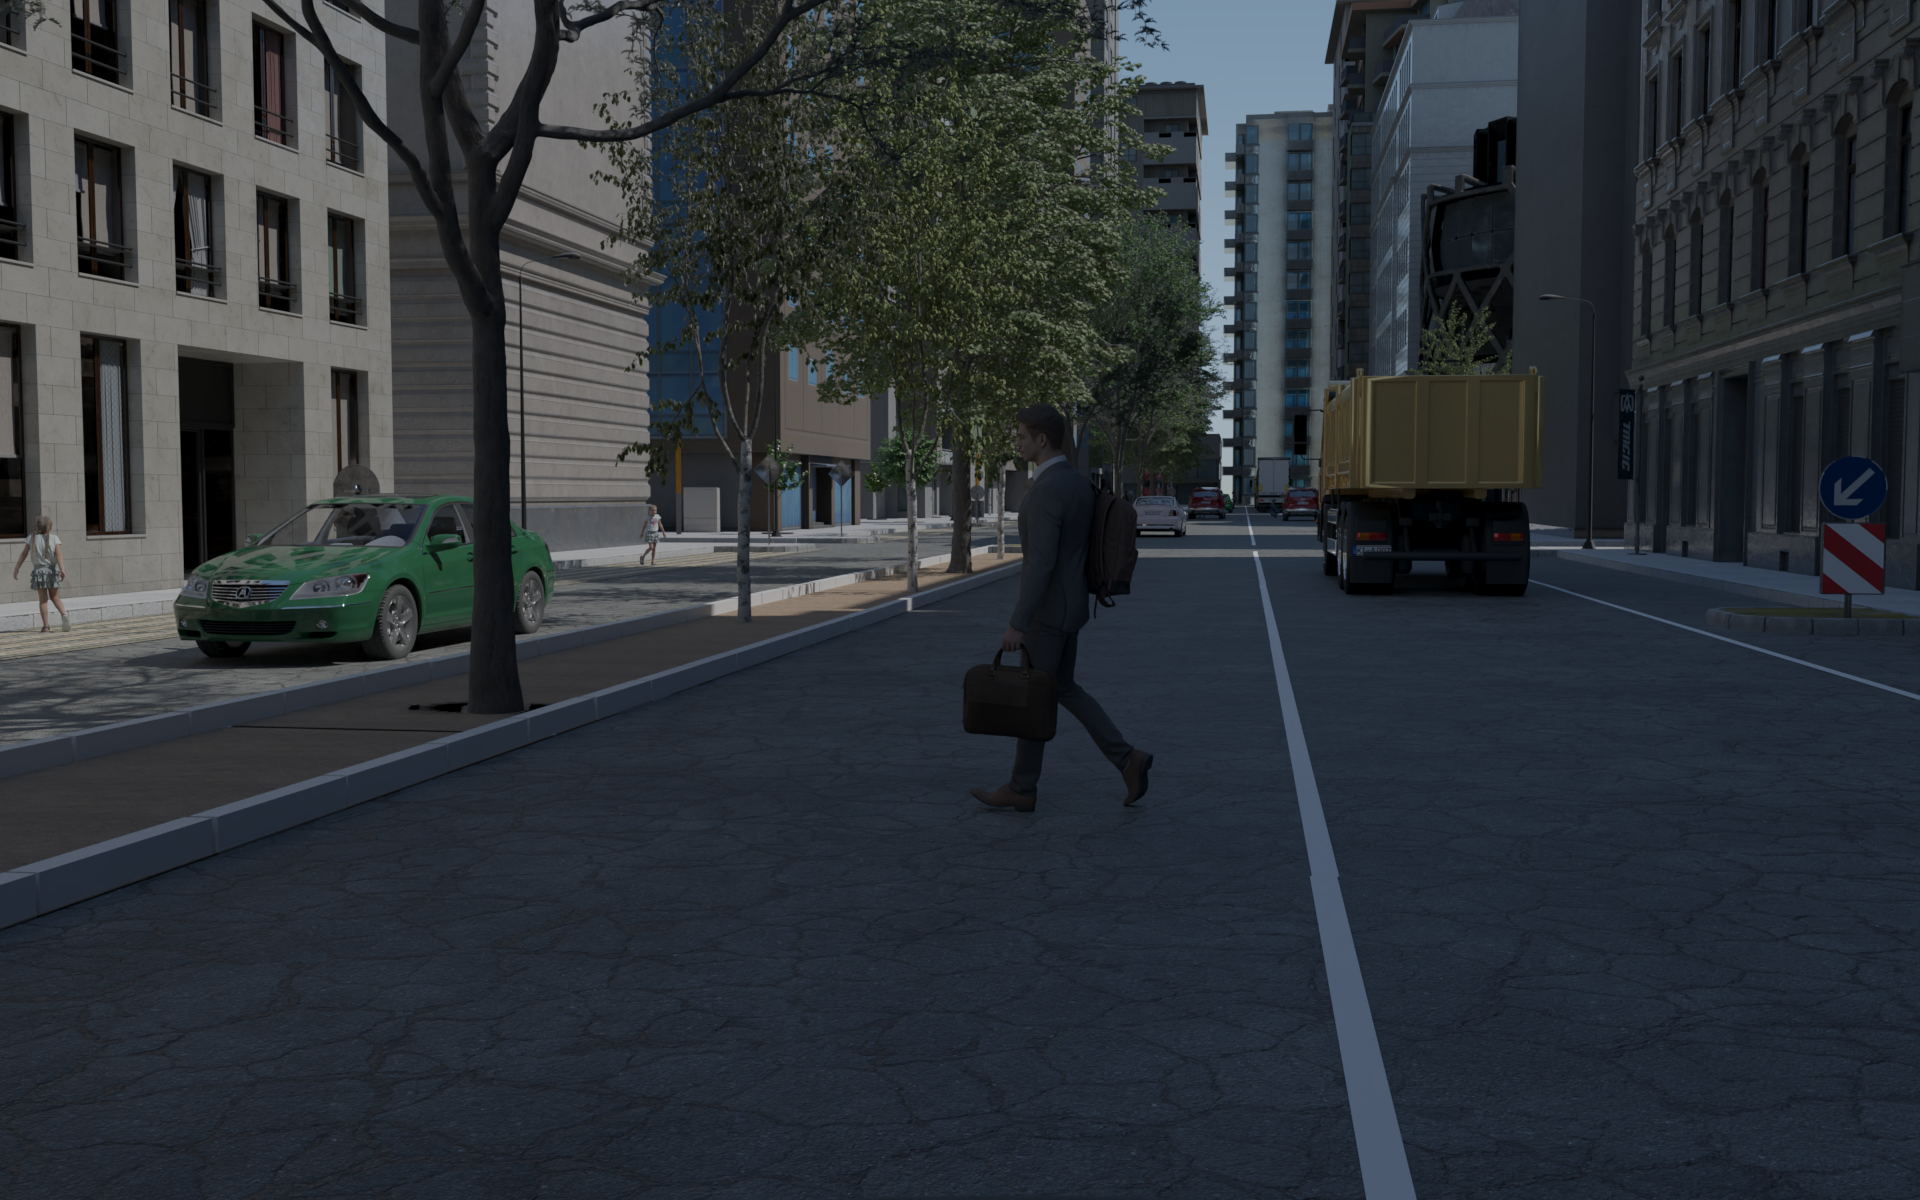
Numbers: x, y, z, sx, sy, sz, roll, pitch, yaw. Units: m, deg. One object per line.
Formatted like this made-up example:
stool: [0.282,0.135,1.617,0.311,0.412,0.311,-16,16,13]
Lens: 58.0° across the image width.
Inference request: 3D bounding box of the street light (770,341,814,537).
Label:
street light: [-4.971,-4.837,51.619,1.470,5.913,1.316,1,4,9]

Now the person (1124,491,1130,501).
person: [16.855,-10.129,174.833,0.721,1.735,1.217,-1,4,-18]

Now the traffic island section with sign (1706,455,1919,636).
traffic island section with sign: [9.185,-0.608,18.572,1.989,1.847,2.006,1,4,9]

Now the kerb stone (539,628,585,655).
kerb stone: [-3.690,0.392,15.798,0.120,0.150,1.000,1,4,9]

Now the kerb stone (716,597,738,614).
kerb stone: [-2.864,0.090,20.859,0.120,0.150,1.000,1,4,9]

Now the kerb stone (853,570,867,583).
kerb stone: [-1.712,-0.352,27.954,0.120,0.150,1.000,1,4,9]

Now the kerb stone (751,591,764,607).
kerb stone: [-2.699,0.022,21.867,0.120,0.150,1.000,1,4,9]

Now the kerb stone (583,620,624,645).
kerb stone: [-3.522,0.330,16.806,0.120,0.150,1.000,1,4,9]

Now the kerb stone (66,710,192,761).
kerb stone: [-4.685,0.768,9.728,0.120,0.150,1.000,1,4,9]

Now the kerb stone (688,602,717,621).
kerb stone: [-3.024,0.150,19.849,0.120,0.150,1.000,1,4,9]

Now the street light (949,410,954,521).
street light: [0.207,-6.762,83.100,1.470,5.913,1.316,1,4,9]

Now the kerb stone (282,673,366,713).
kerb stone: [-4.358,0.639,11.752,0.120,0.150,1.000,1,4,9]

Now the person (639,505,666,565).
person: [-6.171,-1.302,34.799,0.505,1.210,0.382,-3,4,-39]

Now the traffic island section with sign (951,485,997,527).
traffic island section with sign: [0.741,-4.112,75.863,1.989,1.847,2.006,1,4,9]

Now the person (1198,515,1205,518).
person: [14.710,-5.902,105.205,0.606,1.804,0.583,-2,4,-29]

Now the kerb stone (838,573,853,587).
kerb stone: [-1.872,-0.290,26.931,0.120,0.150,1.000,1,4,9]

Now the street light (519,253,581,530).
street light: [-7.977,-3.732,33.567,1.470,5.913,1.316,1,4,9]

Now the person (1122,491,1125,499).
person: [14.789,-9.004,156.452,0.721,1.736,1.217,0,4,-5]

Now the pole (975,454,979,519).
pole: [0.875,-5.722,87.401,0.158,3.312,0.155,0,3,0]

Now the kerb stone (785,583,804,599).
kerb stone: [-2.366,-0.104,23.891,0.120,0.150,1.000,1,4,9]

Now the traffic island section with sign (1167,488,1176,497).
traffic island section with sign: [15.128,-7.109,124.375,2.006,1.907,1.989,1,4,9]

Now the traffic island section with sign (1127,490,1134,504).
traffic island section with sign: [17.795,-10.495,180.214,1.989,1.847,2.006,1,4,9]

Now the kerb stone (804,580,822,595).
kerb stone: [-2.200,-0.165,24.906,0.120,0.150,1.000,1,4,9]

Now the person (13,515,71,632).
person: [-9.440,-0.262,17.800,0.505,1.210,0.382,-2,4,-30]

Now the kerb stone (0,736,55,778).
kerb stone: [-4.852,0.829,8.706,0.120,0.150,1.000,1,4,9]

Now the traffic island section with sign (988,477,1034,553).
traffic island section with sign: [1.817,-2.127,42.906,2.006,1.907,1.989,1,4,9]

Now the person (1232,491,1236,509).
person: [26.370,-9.601,166.196,0.721,1.743,1.217,1,4,15]

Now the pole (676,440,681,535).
pole: [-8.924,-3.733,54.881,0.158,3.312,0.155,0,3,0]

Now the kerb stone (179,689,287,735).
kerb stone: [-4.520,0.701,10.739,0.120,0.150,1.000,1,4,9]

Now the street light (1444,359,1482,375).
street light: [17.323,-5.325,59.609,1.470,5.913,1.316,1,4,9]

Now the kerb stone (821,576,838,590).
kerb stone: [-2.035,-0.228,25.920,0.120,0.150,1.000,1,4,9]

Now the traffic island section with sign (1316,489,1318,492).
traffic island section with sign: [30.522,-8.597,149.181,1.989,1.847,2.006,1,4,9]

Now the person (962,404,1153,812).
person: [0.449,0.042,7.770,0.822,1.834,0.622,1,4,10]

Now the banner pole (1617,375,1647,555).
banner pole: [14.123,-2.839,36.441,0.863,3.779,0.401,-2,4,-27]

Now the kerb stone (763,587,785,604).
kerb stone: [-2.534,-0.042,22.883,0.120,0.150,1.000,1,4,9]

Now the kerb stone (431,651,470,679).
kerb stone: [-4.021,0.519,13.768,0.120,0.150,1.000,1,4,9]

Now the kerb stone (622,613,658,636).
kerb stone: [-3.356,0.270,17.821,0.120,0.150,1.000,1,4,9]

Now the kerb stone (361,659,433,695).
kerb stone: [-4.194,0.577,12.761,0.120,0.150,1.000,1,4,9]

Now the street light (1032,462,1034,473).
street light: [5.386,-8.708,114.909,1.470,5.913,1.316,1,4,9]

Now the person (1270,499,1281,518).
person: [19.238,-5.590,105.390,0.738,1.151,1.012,3,4,38]

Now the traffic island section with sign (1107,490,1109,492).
traffic island section with sign: [13.272,-8.800,152.511,1.989,1.847,2.006,1,4,9]

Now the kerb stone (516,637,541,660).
kerb stone: [-3.858,0.454,14.777,0.120,0.150,1.000,1,4,9]

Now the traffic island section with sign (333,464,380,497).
traffic island section with sign: [-8.020,-0.833,22.245,1.989,1.847,2.006,1,4,9]

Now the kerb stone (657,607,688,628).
kerb stone: [-3.197,0.206,18.832,0.120,0.150,1.000,1,4,9]

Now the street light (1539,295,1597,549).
street light: [14.181,-4.153,40.435,1.470,5.913,1.316,1,4,9]
